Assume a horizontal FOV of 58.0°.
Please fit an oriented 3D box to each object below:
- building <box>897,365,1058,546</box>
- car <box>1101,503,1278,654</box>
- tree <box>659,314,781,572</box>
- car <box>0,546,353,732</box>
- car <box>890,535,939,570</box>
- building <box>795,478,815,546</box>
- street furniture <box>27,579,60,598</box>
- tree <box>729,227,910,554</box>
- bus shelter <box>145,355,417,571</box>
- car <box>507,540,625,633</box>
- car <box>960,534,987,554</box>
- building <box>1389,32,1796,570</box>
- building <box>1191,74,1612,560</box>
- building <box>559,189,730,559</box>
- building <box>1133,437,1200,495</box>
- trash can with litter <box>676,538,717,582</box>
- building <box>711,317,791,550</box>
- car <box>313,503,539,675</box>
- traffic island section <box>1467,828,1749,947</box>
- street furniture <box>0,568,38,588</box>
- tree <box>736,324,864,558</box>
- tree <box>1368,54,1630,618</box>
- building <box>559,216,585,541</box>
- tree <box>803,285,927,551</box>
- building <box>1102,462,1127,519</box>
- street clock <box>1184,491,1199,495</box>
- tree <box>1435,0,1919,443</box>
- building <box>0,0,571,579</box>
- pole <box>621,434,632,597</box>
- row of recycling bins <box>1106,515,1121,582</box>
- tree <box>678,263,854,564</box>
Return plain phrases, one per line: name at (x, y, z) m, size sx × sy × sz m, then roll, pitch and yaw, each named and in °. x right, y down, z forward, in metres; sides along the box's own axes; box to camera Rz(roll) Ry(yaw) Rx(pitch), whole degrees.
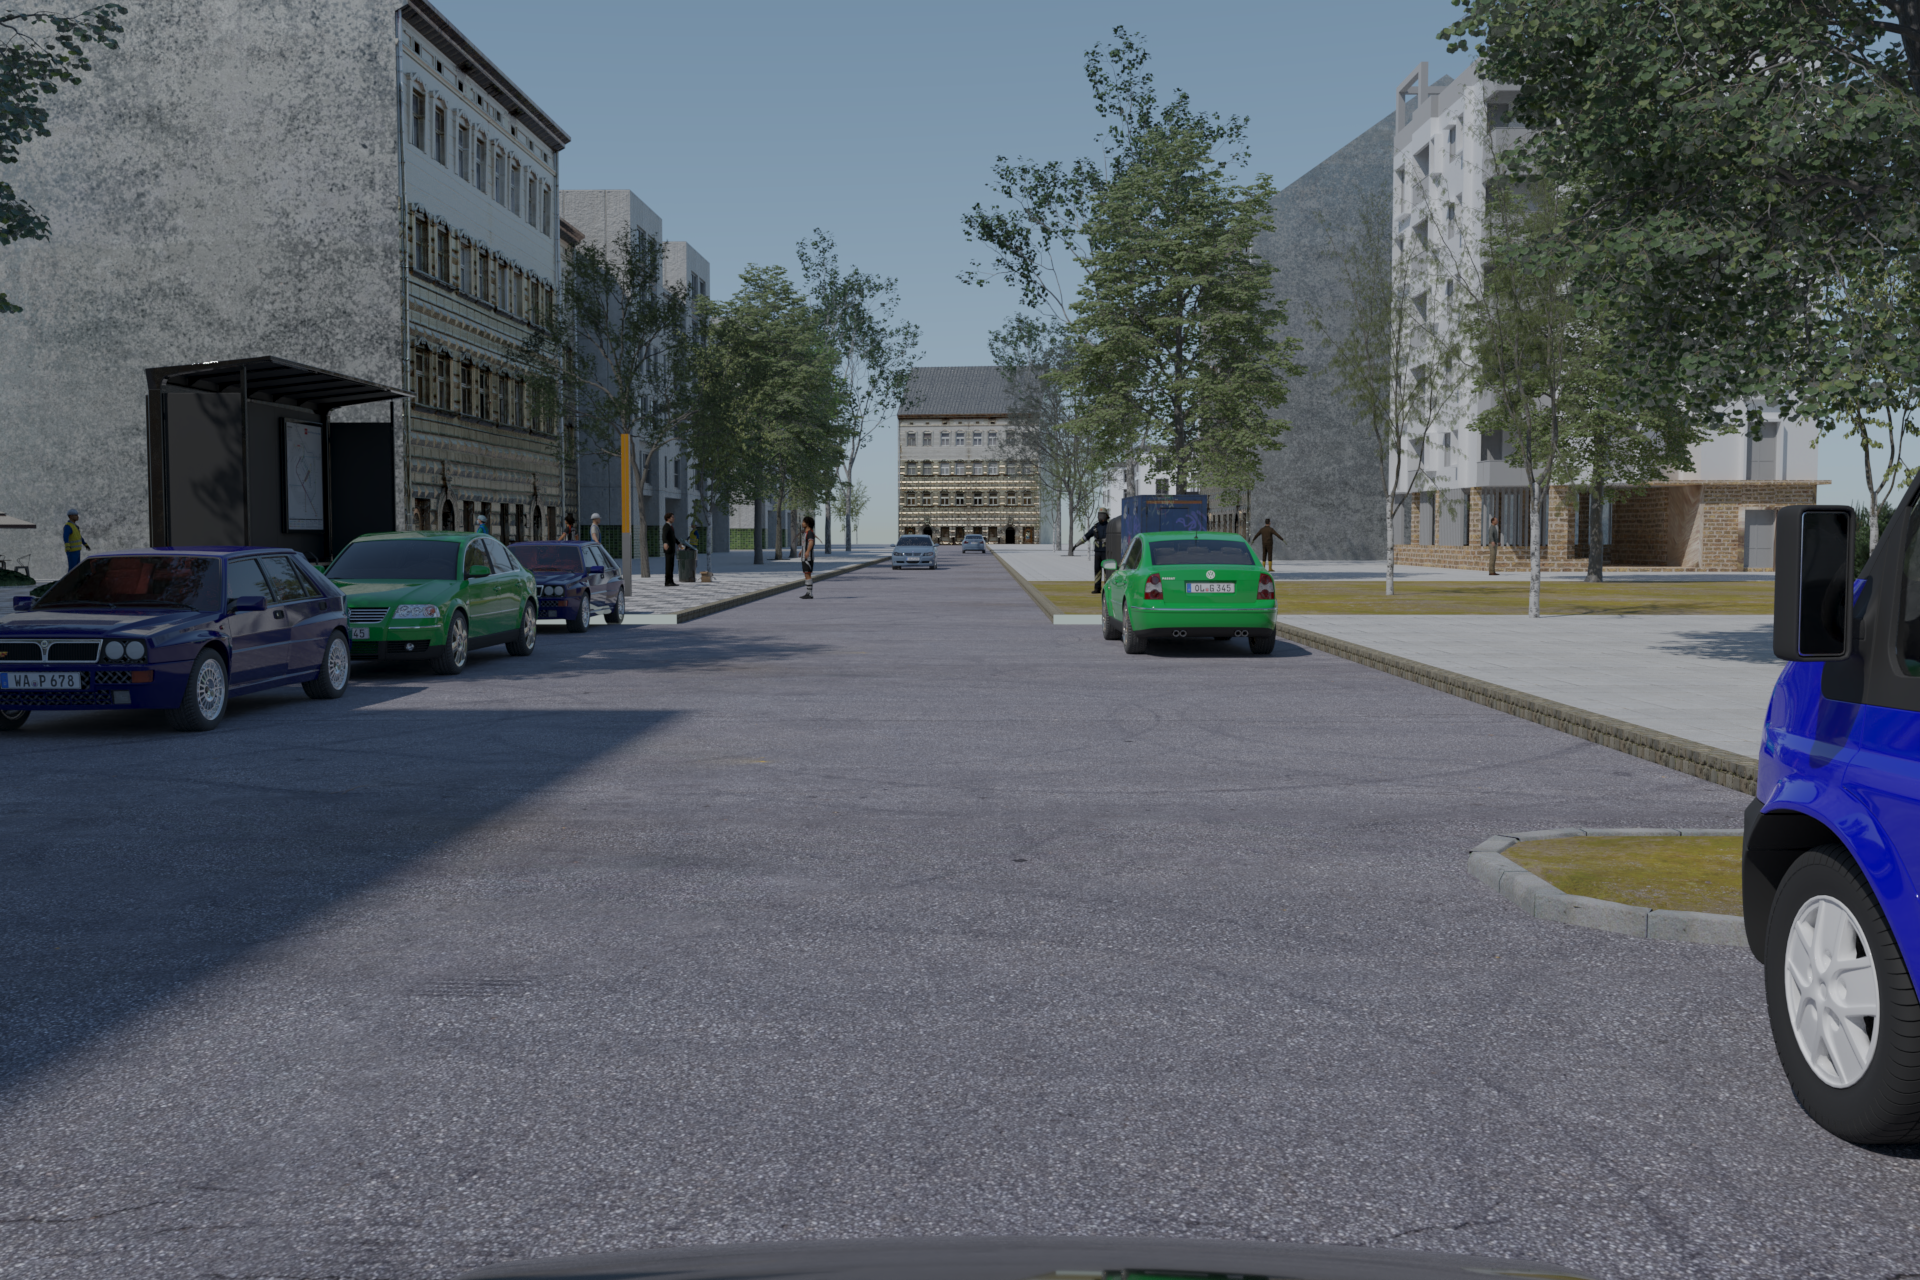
building at (2.624, -23.951, 224.982) m, size 18.063 × 23.208 × 19.493 m, roll 1°, pitch 4°, yaw 10°
car at (2.835, -0.810, 22.044) m, size 1.959 × 1.807 × 4.718 m, roll 0°, pitch 4°, yaw -1°
tree at (-8.442, -6.656, 59.186) m, size 4.737 × 8.622 × 4.395 m, roll 0°, pitch 3°, yaw 0°
car at (-6.282, -0.075, 13.799) m, size 1.945 × 1.354 × 3.894 m, roll 0°, pitch 4°, yaw 1°
car at (-1.829, -3.591, 70.723) m, size 2.014 × 1.417 × 4.499 m, roll 0°, pitch 4°, yaw 1°
building at (-26.184, -21.978, 190.276) m, size 19.493 × 23.208 × 18.063 m, roll 0°, pitch 4°, yaw 1°
street furniture at (-13.141, -1.185, 34.997) m, size 10.072 × 0.657 × 5.734 m, roll -2°, pitch 4°, yaw -28°
tree at (-9.401, -15.541, 109.992) m, size 12.611 × 20.169 × 13.585 m, roll 0°, pitch 3°, yaw 0°
bus shelter at (-9.916, -2.118, 25.909) m, size 1.731 × 3.624 × 6.357 m, roll 0°, pitch 3°, yaw 0°
car at (-6.271, -0.843, 26.370) m, size 1.945 × 1.354 × 3.894 m, roll 0°, pitch 4°, yaw 1°
car at (1.026, -7.152, 128.942) m, size 2.014 × 1.417 × 4.499 m, roll 0°, pitch 3°, yaw 0°
building at (23.117, -13.118, 70.907) m, size 16.016 × 20.090 × 11.380 m, roll 0°, pitch 4°, yaw 1°
building at (23.248, -15.993, 92.413) m, size 19.493 × 23.208 × 18.063 m, roll 0°, pitch 3°, yaw 0°
building at (-24.873, -14.598, 105.132) m, size 16.747 × 18.905 × 31.486 m, roll 0°, pitch 4°, yaw 1°
building at (21.434, -13.536, 163.466) m, size 9.099 × 9.664 × 28.070 m, roll 0°, pitch 4°, yaw 1°
trash can with litter at (-7.013, -2.122, 46.076) m, size 1.055 × 1.170 × 0.624 m, roll 0°, pitch 4°, yaw 1°
building at (-24.966, -17.769, 156.979) m, size 16.747 × 18.905 × 31.486 m, roll 0°, pitch 4°, yaw 1°
car at (-5.953, -0.626, 19.025) m, size 1.959 × 1.807 × 4.718 m, roll 0°, pitch 4°, yaw 1°
traffic island section at (3.143, 0.973, 6.953) m, size 1.991 × 0.108 × 1.994 m, roll 0°, pitch 3°, yaw 0°
street furniture at (-26.616, -1.453, 39.389) m, size 5.734 × 0.657 × 10.072 m, roll 2°, pitch 4°, yaw 33°
tree at (-9.100, -10.744, 93.788) m, size 7.486 × 12.596 × 7.792 m, roll 0°, pitch 3°, yaw 0°
tree at (9.017, -4.649, 26.370) m, size 4.360 × 8.622 × 3.978 m, roll 0°, pitch 3°, yaw 0°
building at (-28.819, -15.172, 78.990) m, size 19.493 × 23.208 × 18.063 m, roll 0°, pitch 4°, yaw 1°
tree at (-8.397, -16.789, 130.390) m, size 12.611 × 20.169 × 13.585 m, roll 0°, pitch 3°, yaw 0°
building at (21.923, -15.833, 201.010) m, size 9.099 × 9.664 × 28.070 m, roll 0°, pitch 4°, yaw 1°
street clock at (3.935, -1.523, 29.466) m, size 0.358 × 2.002 × 0.471 m, roll 0°, pitch 4°, yaw 1°
tree at (9.031, -6.652, 15.421) m, size 9.857 × 13.997 × 8.962 m, roll 0°, pitch 3°, yaw 0°
building at (-24.696, -13.853, 57.433) m, size 19.493 × 23.208 × 18.063 m, roll 0°, pitch 4°, yaw 1°
pole at (-6.818, -2.542, 35.406) m, size 0.158 × 3.312 × 0.155 m, roll 0°, pitch 3°, yaw 0°
row of recycling bins at (3.439, -1.663, 34.302) m, size 1.069 × 1.692 × 3.534 m, roll 0°, pitch 4°, yaw -1°
tree at (-8.258, -9.450, 72.630) m, size 7.486 × 12.596 × 7.792 m, roll 0°, pitch 3°, yaw 0°
